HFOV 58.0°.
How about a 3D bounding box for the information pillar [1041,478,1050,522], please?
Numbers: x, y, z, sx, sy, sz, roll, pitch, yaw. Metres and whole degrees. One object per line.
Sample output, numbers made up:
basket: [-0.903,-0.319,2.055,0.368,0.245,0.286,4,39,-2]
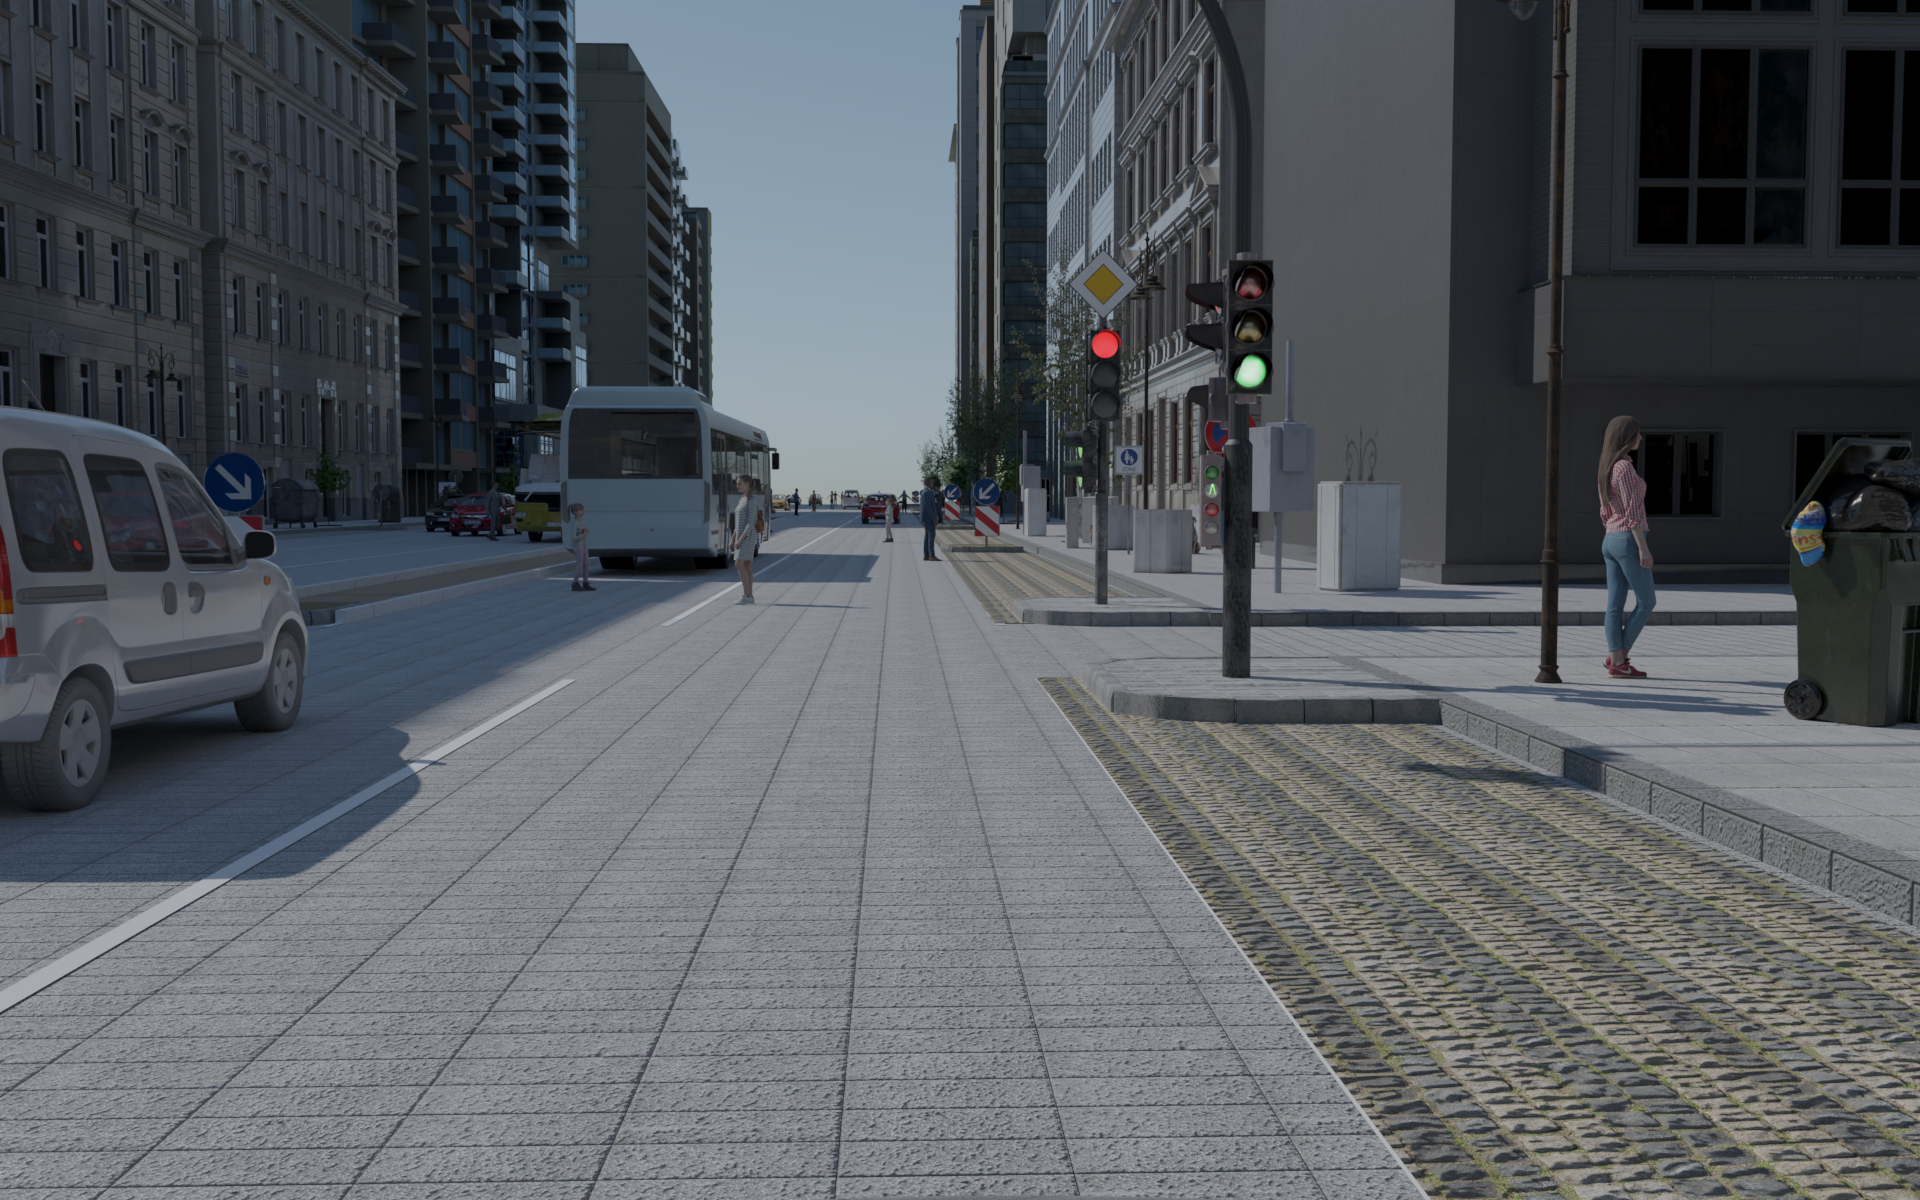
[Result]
information pillar: [3.943,-4.608,79.825,0.304,2.012,0.304,-3,5,-42]

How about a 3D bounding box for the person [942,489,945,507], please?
person: [-1.512,-9.884,168.348,0.721,1.736,1.217,2,4,32]

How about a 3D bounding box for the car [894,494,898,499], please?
car: [-9.760,-14.225,244.585,2.014,1.417,4.499,0,4,0]

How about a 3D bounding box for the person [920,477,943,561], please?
person: [-0.663,-1.742,37.169,0.419,1.800,0.721,-1,4,-16]

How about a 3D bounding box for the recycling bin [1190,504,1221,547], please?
recycling bin: [6.113,-1.834,42.538,0.722,1.027,0.722,-1,4,-17]

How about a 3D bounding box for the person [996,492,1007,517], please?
person: [2.245,-5.427,95.202,0.534,1.772,0.576,3,5,41]

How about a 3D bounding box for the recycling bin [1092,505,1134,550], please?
recycling bin: [3.523,-1.672,39.890,0.722,1.027,0.722,-2,4,-25]

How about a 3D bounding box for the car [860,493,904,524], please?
car: [-3.822,-4.593,84.134,2.155,1.783,4.494,0,4,-1]

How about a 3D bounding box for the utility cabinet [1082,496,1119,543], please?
utility cabinet: [3.639,-2.069,44.990,0.306,1.237,1.020,-3,5,-45]

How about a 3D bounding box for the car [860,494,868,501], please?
car: [-13.261,-14.060,240.106,2.015,1.641,3.980,0,4,-1]

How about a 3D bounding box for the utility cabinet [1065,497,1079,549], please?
utility cabinet: [2.659,-1.840,41.241,0.306,1.237,1.020,0,4,2]

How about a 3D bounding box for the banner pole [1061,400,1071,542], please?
banner pole: [2.918,-3.446,46.353,0.401,3.779,0.863,0,4,6]

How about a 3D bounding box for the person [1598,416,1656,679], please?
person: [4.638,-0.366,12.030,0.388,1.821,0.555,-1,4,-12]

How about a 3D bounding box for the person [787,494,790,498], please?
person: [-18.427,-10.602,185.027,0.799,1.438,0.628,2,4,28]

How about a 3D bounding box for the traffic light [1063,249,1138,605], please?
traffic light: [1.627,-1.904,20.059,0.839,4.253,0.868,0,4,-2]

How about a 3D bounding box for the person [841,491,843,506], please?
person: [-14.425,-12.553,214.271,0.750,1.759,0.617,0,4,6]

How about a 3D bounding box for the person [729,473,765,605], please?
person: [-2.797,-0.803,22.627,0.522,1.701,0.512,-2,4,-30]

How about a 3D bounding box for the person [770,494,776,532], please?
person: [-7.239,-3.442,64.805,0.654,1.822,0.581,-2,4,-31]

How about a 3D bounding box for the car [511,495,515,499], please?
car: [-19.327,-3.685,72.248,2.014,1.417,4.499,0,4,-1]

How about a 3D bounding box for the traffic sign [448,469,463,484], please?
traffic sign: [-25.796,-5.410,88.560,0.768,2.556,0.104,0,4,5]

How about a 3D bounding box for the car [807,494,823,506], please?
car: [-17.955,-12.527,215.046,2.015,1.641,3.980,0,4,-3]

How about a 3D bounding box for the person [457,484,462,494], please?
person: [-26.332,-5.185,90.603,0.755,1.850,0.659,-3,5,-39]

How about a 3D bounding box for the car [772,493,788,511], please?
car: [-15.703,-8.528,149.662,2.015,1.641,3.980,0,4,-1]

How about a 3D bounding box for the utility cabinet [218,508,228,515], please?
utility cabinet: [-26.005,-3.136,59.953,1.173,1.500,0.318,0,4,-7]

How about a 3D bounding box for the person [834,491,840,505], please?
person: [-16.237,-13.298,225.860,1.348,1.831,0.705,1,4,12]

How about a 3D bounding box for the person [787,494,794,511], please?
person: [-14.223,-8.203,145.808,0.628,1.438,0.799,1,4,10]

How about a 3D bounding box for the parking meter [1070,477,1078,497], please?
parking meter: [3.859,-3.209,58.179,0.255,1.863,0.399,3,5,45]

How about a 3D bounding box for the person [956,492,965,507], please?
person: [-0.131,-8.604,147.457,1.217,1.736,0.721,0,4,-4]

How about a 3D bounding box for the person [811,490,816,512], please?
person: [-11.959,-8.086,141.261,0.434,1.755,0.990,-2,4,-27]

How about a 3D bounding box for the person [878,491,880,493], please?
person: [-9.769,-12.252,208.964,1.348,1.807,0.705,1,4,11]

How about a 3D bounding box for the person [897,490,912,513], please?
person: [-4.093,-7.288,128.385,1.217,1.736,0.721,1,4,22]

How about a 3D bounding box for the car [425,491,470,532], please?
car: [-19.333,-3.478,66.650,2.009,1.686,4.222,0,4,-3]

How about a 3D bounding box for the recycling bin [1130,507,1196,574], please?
recycling bin: [3.316,-0.963,28.305,0.722,1.027,0.722,3,5,40]

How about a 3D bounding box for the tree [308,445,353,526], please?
tree: [-25.232,-4.558,69.129,1.663,3.219,1.824,0,3,0]

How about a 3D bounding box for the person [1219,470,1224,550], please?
person: [5.905,-2.034,39.289,0.794,1.824,0.713,-1,4,-15]

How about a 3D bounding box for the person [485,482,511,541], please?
person: [-14.244,-2.721,53.114,0.853,1.813,0.709,1,4,19]

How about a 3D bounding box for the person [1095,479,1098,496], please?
person: [4.399,-2.888,53.741,0.515,1.767,0.782,1,4,19]

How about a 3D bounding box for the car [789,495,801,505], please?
car: [-21.983,-13.214,228.621,1.945,1.354,3.894,0,4,0]

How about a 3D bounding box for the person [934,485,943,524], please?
person: [-1.059,-4.622,83.876,0.447,1.846,0.655,-1,4,-21]

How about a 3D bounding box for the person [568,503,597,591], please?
person: [-5.578,-0.782,25.567,0.394,1.301,0.425,0,4,-4]

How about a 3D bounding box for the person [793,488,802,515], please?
person: [-10.917,-6.573,115.958,0.705,1.826,1.348,-2,4,-27]

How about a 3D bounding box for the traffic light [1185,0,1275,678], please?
traffic light: [-0.173,-2.275,11.863,4.771,5.953,1.251,0,4,-2]

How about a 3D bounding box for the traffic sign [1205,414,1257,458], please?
traffic sign: [3.934,-1.537,25.241,0.768,2.556,0.104,0,3,0]

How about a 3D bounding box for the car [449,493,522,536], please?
car: [-16.415,-3.123,60.095,2.155,1.783,4.494,0,4,-2]

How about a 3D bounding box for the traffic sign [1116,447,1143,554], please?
traffic sign: [3.578,-2.113,36.680,0.606,2.300,0.079,0,4,7]

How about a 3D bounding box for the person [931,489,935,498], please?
person: [-1.841,-6.286,112.004,0.721,1.736,1.217,-3,4,-37]

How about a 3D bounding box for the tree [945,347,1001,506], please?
tree: [1.389,-8.302,86.092,4.360,8.622,3.978,0,3,0]

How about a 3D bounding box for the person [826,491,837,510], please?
person: [-11.744,-9.109,158.154,1.217,1.735,0.721,2,4,33]

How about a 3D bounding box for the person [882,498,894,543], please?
person: [-2.123,-2.355,51.283,0.394,1.301,0.425,-1,4,-14]
